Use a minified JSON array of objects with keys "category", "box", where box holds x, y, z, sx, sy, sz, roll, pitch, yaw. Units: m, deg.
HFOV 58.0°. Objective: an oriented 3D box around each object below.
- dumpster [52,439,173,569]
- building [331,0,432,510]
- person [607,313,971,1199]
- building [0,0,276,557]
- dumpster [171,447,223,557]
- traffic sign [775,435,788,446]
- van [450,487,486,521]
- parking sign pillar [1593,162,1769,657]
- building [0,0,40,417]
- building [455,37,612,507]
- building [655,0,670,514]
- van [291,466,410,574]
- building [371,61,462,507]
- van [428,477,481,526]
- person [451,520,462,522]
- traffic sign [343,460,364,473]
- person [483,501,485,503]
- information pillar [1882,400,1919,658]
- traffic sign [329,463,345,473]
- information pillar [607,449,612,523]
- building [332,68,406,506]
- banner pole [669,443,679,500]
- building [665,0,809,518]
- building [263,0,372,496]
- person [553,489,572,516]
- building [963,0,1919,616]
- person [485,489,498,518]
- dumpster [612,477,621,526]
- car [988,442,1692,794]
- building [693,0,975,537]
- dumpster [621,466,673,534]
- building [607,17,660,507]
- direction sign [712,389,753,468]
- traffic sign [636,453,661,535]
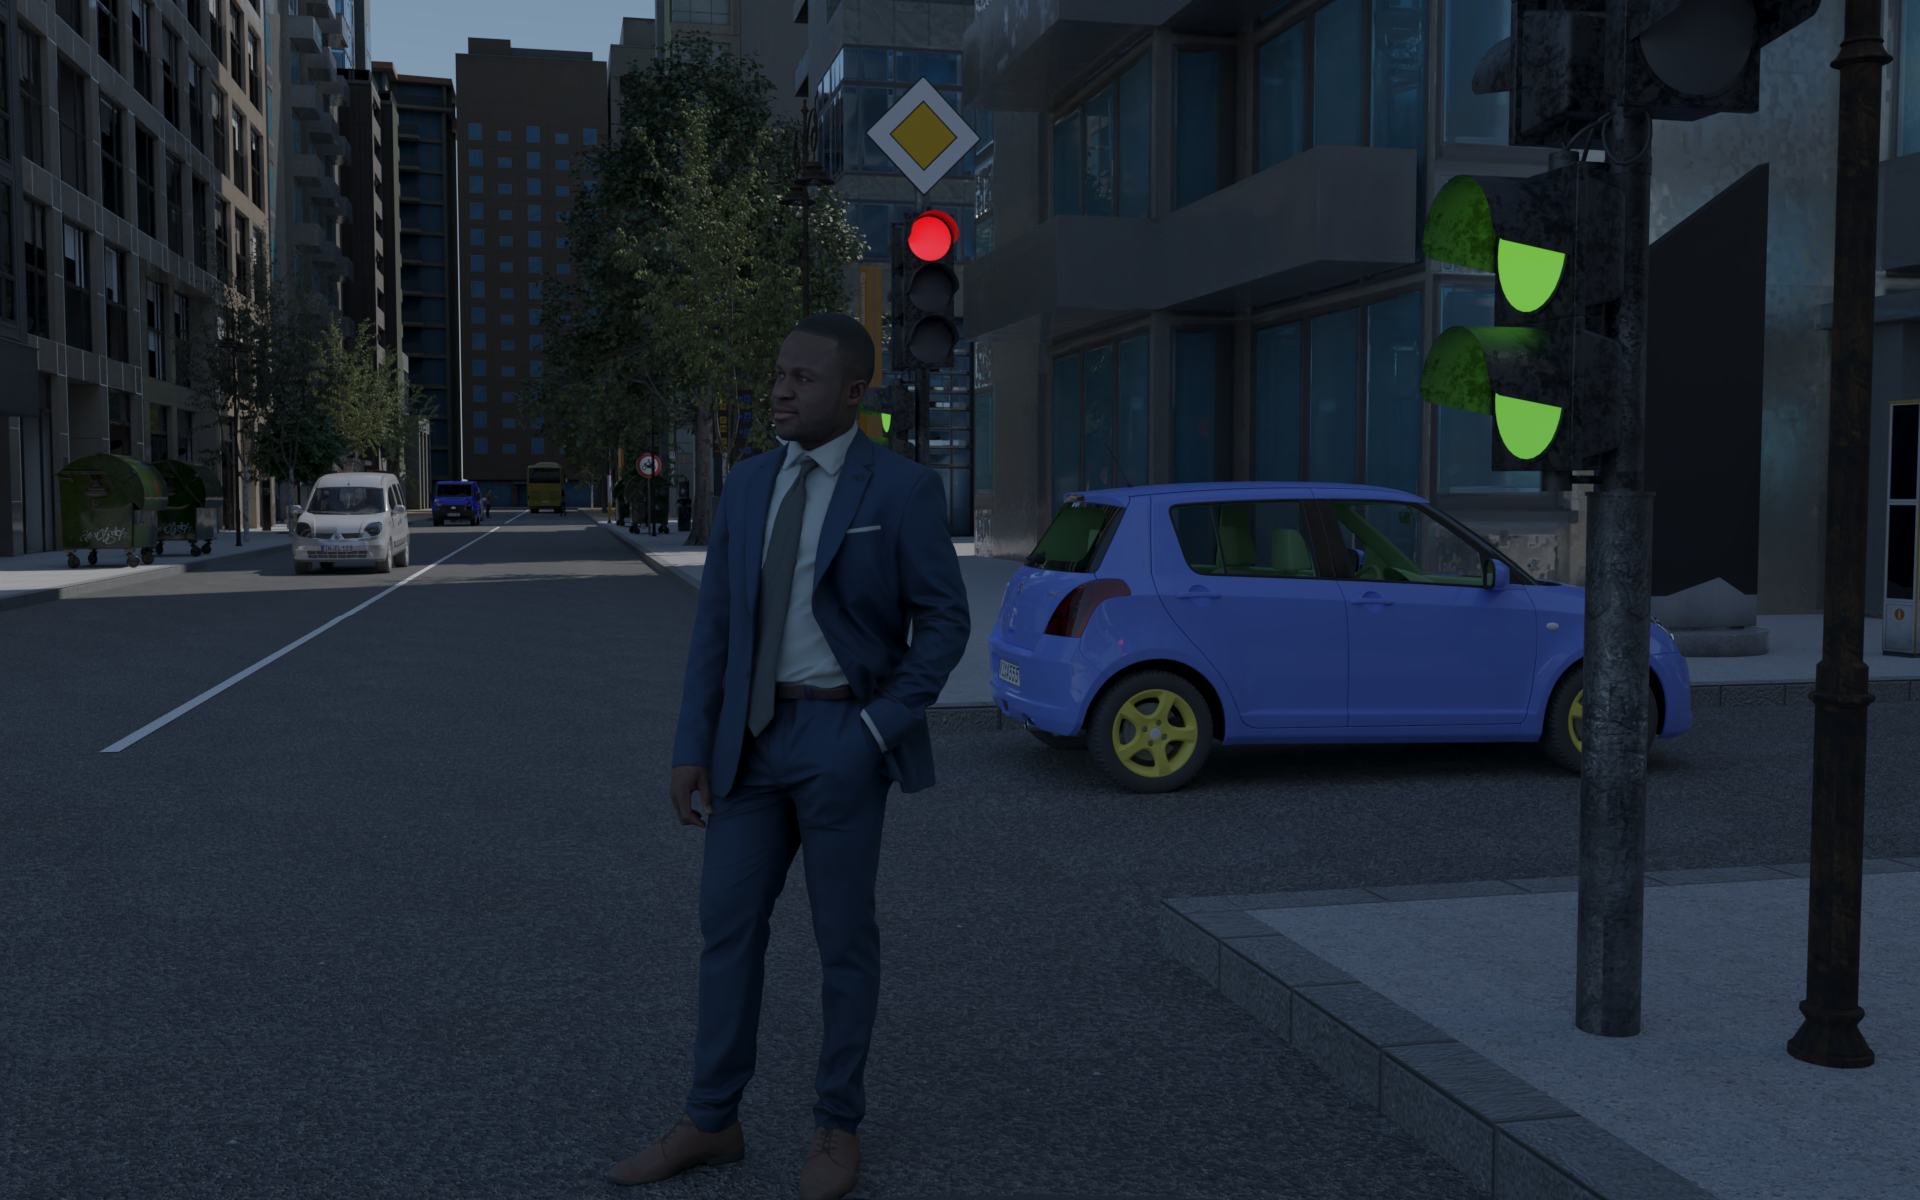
[{"category":"dumpster","box":[-15.016,-1.721,30.635,1.502,2.255,1.985,-1,4,-13]},{"category":"building","box":[-59.575,-50.423,137.080,31.000,86.520,22.319,-1,4,-13]},{"category":"person","box":[-0.337,0.309,3.629,0.721,1.800,0.419,1,4,17]},{"category":"building","box":[-32.525,-14.947,48.899,19.350,26.468,34.151,-1,4,-13]},{"category":"dumpster","box":[-16.260,-2.045,35.928,1.502,2.255,1.985,-1,4,-13]},{"category":"traffic sign","box":[-2.077,-1.346,23.199,0.795,2.450,0.064,0,4,-6]},{"category":"van","box":[-26.238,-5.207,92.139,2.013,2.044,4.112,-1,4,-14]},{"category":"parking sign pillar","box":[5.889,-1.573,14.193,1.447,3.967,1.447,-1,4,-15]},{"category":"building","box":[-22.474,-13.914,20.997,14.314,27.812,24.014,-1,4,-13]},{"category":"building","box":[-42.811,-32.092,174.821,14.200,45.320,14.600,-1,4,-13]},{"category":"building","box":[-10.619,-35.412,120.983,21.231,58.520,28.212,-1,4,-13]},{"category":"van","box":[-11.391,-1.560,32.514,2.013,2.044,4.112,-1,4,-11]},{"category":"building","box":[-65.311,-31.793,174.444,28.867,44.769,22.147,-1,4,-13]},{"category":"van","box":[-23.048,-4.583,79.316,2.240,2.365,5.245,-1,4,-13]},{"category":"person","box":[-25.525,-4.841,87.526,0.599,1.838,0.709,2,4,26]},{"category":"traffic sign","box":[-22.982,-4.012,65.695,0.768,2.556,0.104,-1,4,-10]},{"category":"person","box":[-29.678,-5.959,106.028,0.705,1.812,1.348,2,4,32]},{"category":"information pillar","box":[7.526,-0.560,13.648,0.304,2.012,0.304,-2,4,-24]},{"category":"traffic sign","box":[-23.149,-3.851,64.154,0.795,2.450,0.064,-1,4,-13]},{"category":"information pillar","box":[-15.534,-5.219,76.693,0.183,3.616,0.504,0,4,-5]},{"category":"building","box":[-45.659,-21.125,117.102,14.160,30.474,14.107,-1,4,-13]},{"category":"banner pole","box":[-14.040,-5.823,85.227,0.863,3.779,0.401,3,4,36]},{"category":"building","box":[-9.933,-25.453,99.747,14.154,41.232,14.086,-1,4,-13]},{"category":"building","box":[-45.535,-28.979,93.411,23.786,49.044,30.456,-1,4,-13]},{"category":"person","box":[-25.668,-6.281,111.907,1.217,1.735,0.721,-2,4,-25]},{"category":"building","box":[14.952,-24.985,28.120,30.456,49.044,23.786,-1,4,-13]},{"category":"person","box":[-27.934,-5.764,103.271,0.750,1.759,0.617,-1,4,-19]},{"category":"dumpster","box":[-13.131,-4.085,69.276,1.502,2.255,1.985,-1,4,-13]},{"category":"car","box":[2.020,0.019,9.274,3.694,1.707,1.945,-1,4,-12]},{"category":"building","box":[2.049,-46.021,65.118,22.319,86.520,31.000,-1,4,-13]},{"category":"dumpster","box":[-10.087,-3.276,56.057,1.502,2.255,1.985,-1,4,-13]},{"category":"building","box":[-26.207,-34.176,182.482,21.600,48.544,21.300,-1,4,-13]},{"category":"direction sign","box":[-4.914,-2.780,37.457,0.876,3.537,0.379,-1,4,-21]},{"category":"traffic sign","box":[-9.667,-3.287,53.849,0.768,2.556,0.104,-1,4,-11]}]
